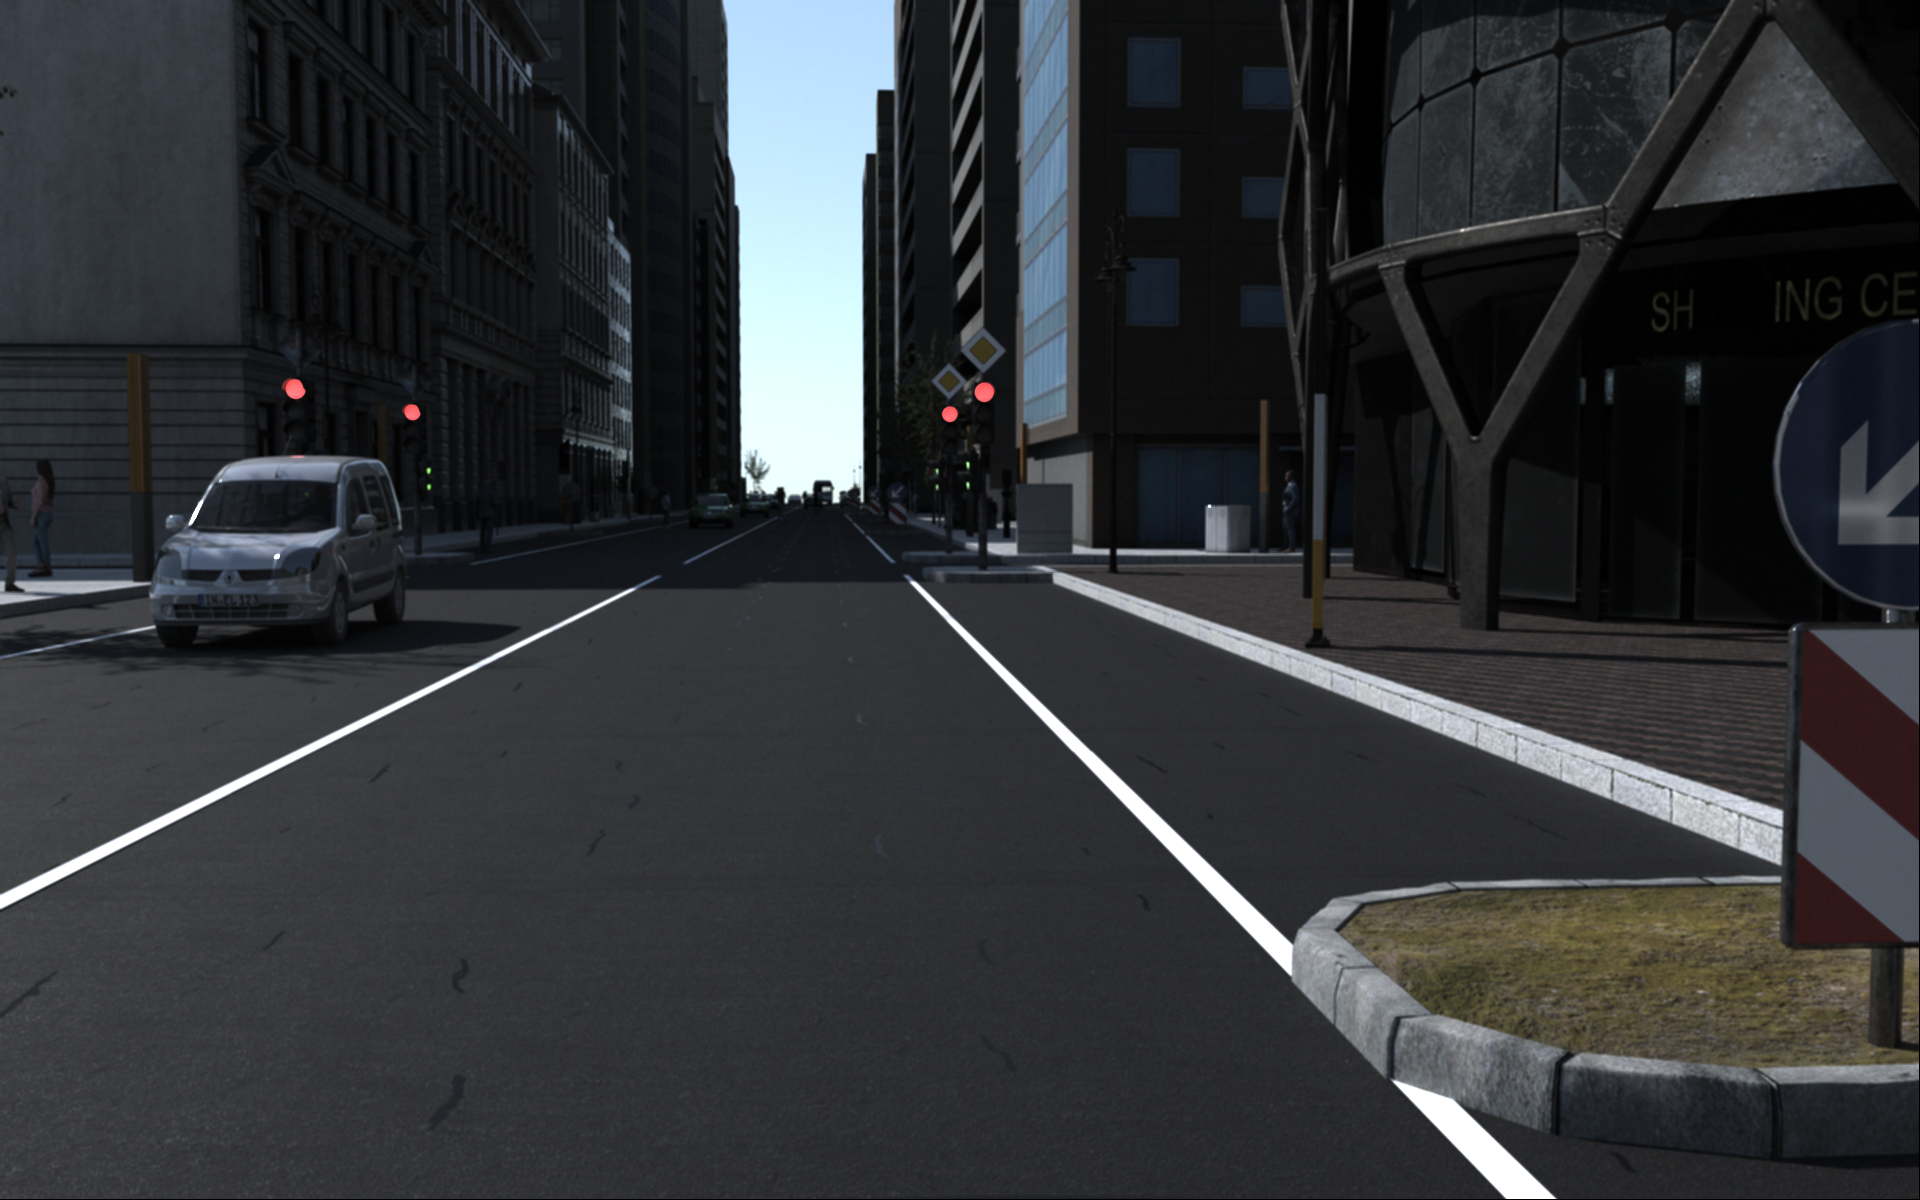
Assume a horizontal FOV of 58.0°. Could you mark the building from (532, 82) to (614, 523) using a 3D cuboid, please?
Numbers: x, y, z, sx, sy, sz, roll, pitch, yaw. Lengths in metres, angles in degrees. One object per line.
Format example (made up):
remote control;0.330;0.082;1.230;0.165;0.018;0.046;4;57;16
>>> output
building;-22.736;-14.366;84.037;9.793;20.994;18.267;0;4;-4

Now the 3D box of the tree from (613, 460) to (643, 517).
tree;-18.622;-6.269;97.096;1.663;3.219;1.824;0;3;0

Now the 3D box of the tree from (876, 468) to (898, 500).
tree;-5.008;-8.018;125.695;1.663;3.219;1.824;0;3;0

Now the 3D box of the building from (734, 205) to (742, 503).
building;-37.530;-33.899;237.847;14.154;41.232;14.086;0;4;-4

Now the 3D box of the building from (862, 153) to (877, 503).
building;-2.288;-37.403;235.234;21.300;48.544;21.600;0;4;-4

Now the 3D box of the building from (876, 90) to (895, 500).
building;-1.653;-30.313;179.212;14.154;41.232;14.086;0;4;-4

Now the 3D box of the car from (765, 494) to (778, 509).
car;-16.103;-8.394;147.032;2.009;1.686;4.222;0;4;-6

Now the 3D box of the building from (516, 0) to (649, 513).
building;-28.794;-26.506;116.970;14.154;41.232;14.086;0;4;-4

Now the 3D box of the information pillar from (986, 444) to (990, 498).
information pillar;1.117;-4.964;72.509;0.183;3.616;0.504;1;4;22

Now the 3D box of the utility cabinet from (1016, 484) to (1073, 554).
utility cabinet;1.794;-1.721;36.811;1.173;1.500;0.318;0;4;-2

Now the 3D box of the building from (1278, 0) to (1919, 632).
building;12.369;-9.359;20.474;16.820;18.784;16.811;0;4;-4

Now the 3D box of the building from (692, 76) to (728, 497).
building;-38.941;-35.524;204.517;21.300;48.544;21.600;0;4;-4

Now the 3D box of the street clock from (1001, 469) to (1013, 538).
street clock;1.371;-2.825;50.762;0.358;2.002;0.471;0;4;-6

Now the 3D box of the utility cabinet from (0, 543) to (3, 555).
utility cabinet;-20.057;-1.645;35.568;0.318;1.500;1.173;-1;4;-10

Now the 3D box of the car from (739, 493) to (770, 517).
car;-12.926;-6.130;109.019;1.959;1.807;4.718;0;4;-5

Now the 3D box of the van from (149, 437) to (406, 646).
van;-6.863;-0.655;17.715;2.013;2.044;4.112;0;4;-6

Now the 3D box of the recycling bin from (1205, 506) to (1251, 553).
recycling bin;5.870;-1.552;37.937;0.722;1.027;0.722;-3;4;-38

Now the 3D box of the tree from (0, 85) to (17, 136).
tree;-12.867;-4.184;18.774;4.737;8.622;4.395;0;3;0

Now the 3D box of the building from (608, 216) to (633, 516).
building;-25.437;-15.087;101.431;10.420;20.320;16.860;0;4;-4

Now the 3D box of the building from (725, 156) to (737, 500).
building;-36.234;-35.080;223.664;14.600;45.320;14.200;0;4;-4

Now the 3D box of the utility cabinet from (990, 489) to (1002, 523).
utility cabinet;1.317;-4.053;74.941;0.318;1.500;1.173;3;5;45

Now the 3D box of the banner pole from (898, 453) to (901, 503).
banner pole;-3.634;-6.921;103.176;0.401;3.779;0.863;-1;4;-13

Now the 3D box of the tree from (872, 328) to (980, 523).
tree;-0.975;-7.795;77.807;4.737;8.622;4.395;0;3;0

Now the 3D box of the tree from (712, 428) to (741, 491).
tree;-26.144;-14.550;188.258;4.360;8.622;3.978;0;3;0

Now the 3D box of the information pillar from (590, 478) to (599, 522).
information pillar;-16.880;-4.617;79.981;0.304;2.012;0.304;2;4;28

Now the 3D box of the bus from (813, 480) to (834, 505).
bus;-18.968;-15.002;240.139;2.948;3.499;13.247;0;4;-4

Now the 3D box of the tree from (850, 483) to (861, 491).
tree;-16.171;-16.626;266.434;1.663;3.219;1.824;0;3;0

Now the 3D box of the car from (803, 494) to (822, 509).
car;-14.230;-9.727;167.827;1.959;1.807;4.718;0;4;-5

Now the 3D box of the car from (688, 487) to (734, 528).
car;-10.627;-3.992;74.060;1.959;1.807;4.718;0;4;-6

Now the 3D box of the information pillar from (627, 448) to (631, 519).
information pillar;-17.032;-5.977;89.070;0.183;3.616;0.504;0;4;-4

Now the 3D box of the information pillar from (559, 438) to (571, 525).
information pillar;-16.548;-4.966;72.552;0.504;3.616;0.183;1;4;16

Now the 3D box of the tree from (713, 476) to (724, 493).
tree;-25.978;-11.596;184.200;1.663;3.219;1.824;0;3;0

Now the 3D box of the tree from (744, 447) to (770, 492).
tree;-31.907;-19.584;270.567;4.737;8.622;4.395;0;3;0

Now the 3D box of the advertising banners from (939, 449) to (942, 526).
advertising banners;-0.791;-4.428;68.578;0.090;3.025;2.074;0;4;1

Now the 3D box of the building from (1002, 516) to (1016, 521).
building;10.904;-28.596;91.249;21.300;48.544;21.600;0;4;-4

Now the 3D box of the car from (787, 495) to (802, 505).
car;-22.561;-13.721;236.705;2.083;1.381;4.827;0;4;-4

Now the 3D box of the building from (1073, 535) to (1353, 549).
building;9.279;-24.237;46.384;14.200;45.320;14.600;0;4;-4

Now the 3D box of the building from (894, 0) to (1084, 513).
building;1.742;-30.215;144.126;14.600;45.320;14.200;0;4;-4

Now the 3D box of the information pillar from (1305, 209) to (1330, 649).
information pillar;3.028;-1.417;14.529;0.183;3.616;0.504;1;4;15

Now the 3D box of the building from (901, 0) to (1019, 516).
building;6.818;-30.716;125.904;21.300;48.544;21.600;0;4;-4

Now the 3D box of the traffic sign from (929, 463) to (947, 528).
traffic sign;-0.783;-4.024;65.906;0.768;2.556;0.104;0;4;-3

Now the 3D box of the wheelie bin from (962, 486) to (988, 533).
wheelie bin;0.465;-3.064;57.997;0.693;1.594;0.980;2;4;31

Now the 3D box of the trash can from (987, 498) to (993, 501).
trash can;0.983;-3.549;69.687;0.748;1.137;0.748;0;3;0

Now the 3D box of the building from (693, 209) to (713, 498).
building;-32.450;-24.608;174.035;14.160;30.474;14.107;0;4;-4

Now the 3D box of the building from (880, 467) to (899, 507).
building;3.042;-44.196;160.863;20.563;71.187;20.611;0;4;-4

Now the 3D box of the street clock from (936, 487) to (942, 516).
street clock;-1.164;-5.904;101.105;0.358;2.002;0.471;3;5;42

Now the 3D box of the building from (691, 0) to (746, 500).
building;-42.134;-49.891;253.968;20.563;71.187;20.611;0;4;-4

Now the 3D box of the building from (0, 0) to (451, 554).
building;-20.690;-11.062;45.491;10.561;19.102;19.286;0;4;-4

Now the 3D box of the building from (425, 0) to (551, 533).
building;-22.358;-14.433;64.864;11.050;23.489;19.941;0;4;-4

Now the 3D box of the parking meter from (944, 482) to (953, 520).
parking meter;-0.547;-4.819;84.509;0.399;1.863;0.255;1;4;18

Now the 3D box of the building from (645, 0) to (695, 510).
building;-32.855;-36.410;137.300;21.231;58.520;28.212;0;4;-4

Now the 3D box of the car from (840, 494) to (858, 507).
car;-11.695;-10.658;183.047;1.959;1.807;4.718;0;4;-4

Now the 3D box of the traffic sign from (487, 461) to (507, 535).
traffic sign;-14.395;-3.163;53.847;0.606;2.300;0.079;0;4;-2

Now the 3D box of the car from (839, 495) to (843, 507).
car;-12.875;-11.512;198.001;2.009;1.686;4.222;0;4;-5
